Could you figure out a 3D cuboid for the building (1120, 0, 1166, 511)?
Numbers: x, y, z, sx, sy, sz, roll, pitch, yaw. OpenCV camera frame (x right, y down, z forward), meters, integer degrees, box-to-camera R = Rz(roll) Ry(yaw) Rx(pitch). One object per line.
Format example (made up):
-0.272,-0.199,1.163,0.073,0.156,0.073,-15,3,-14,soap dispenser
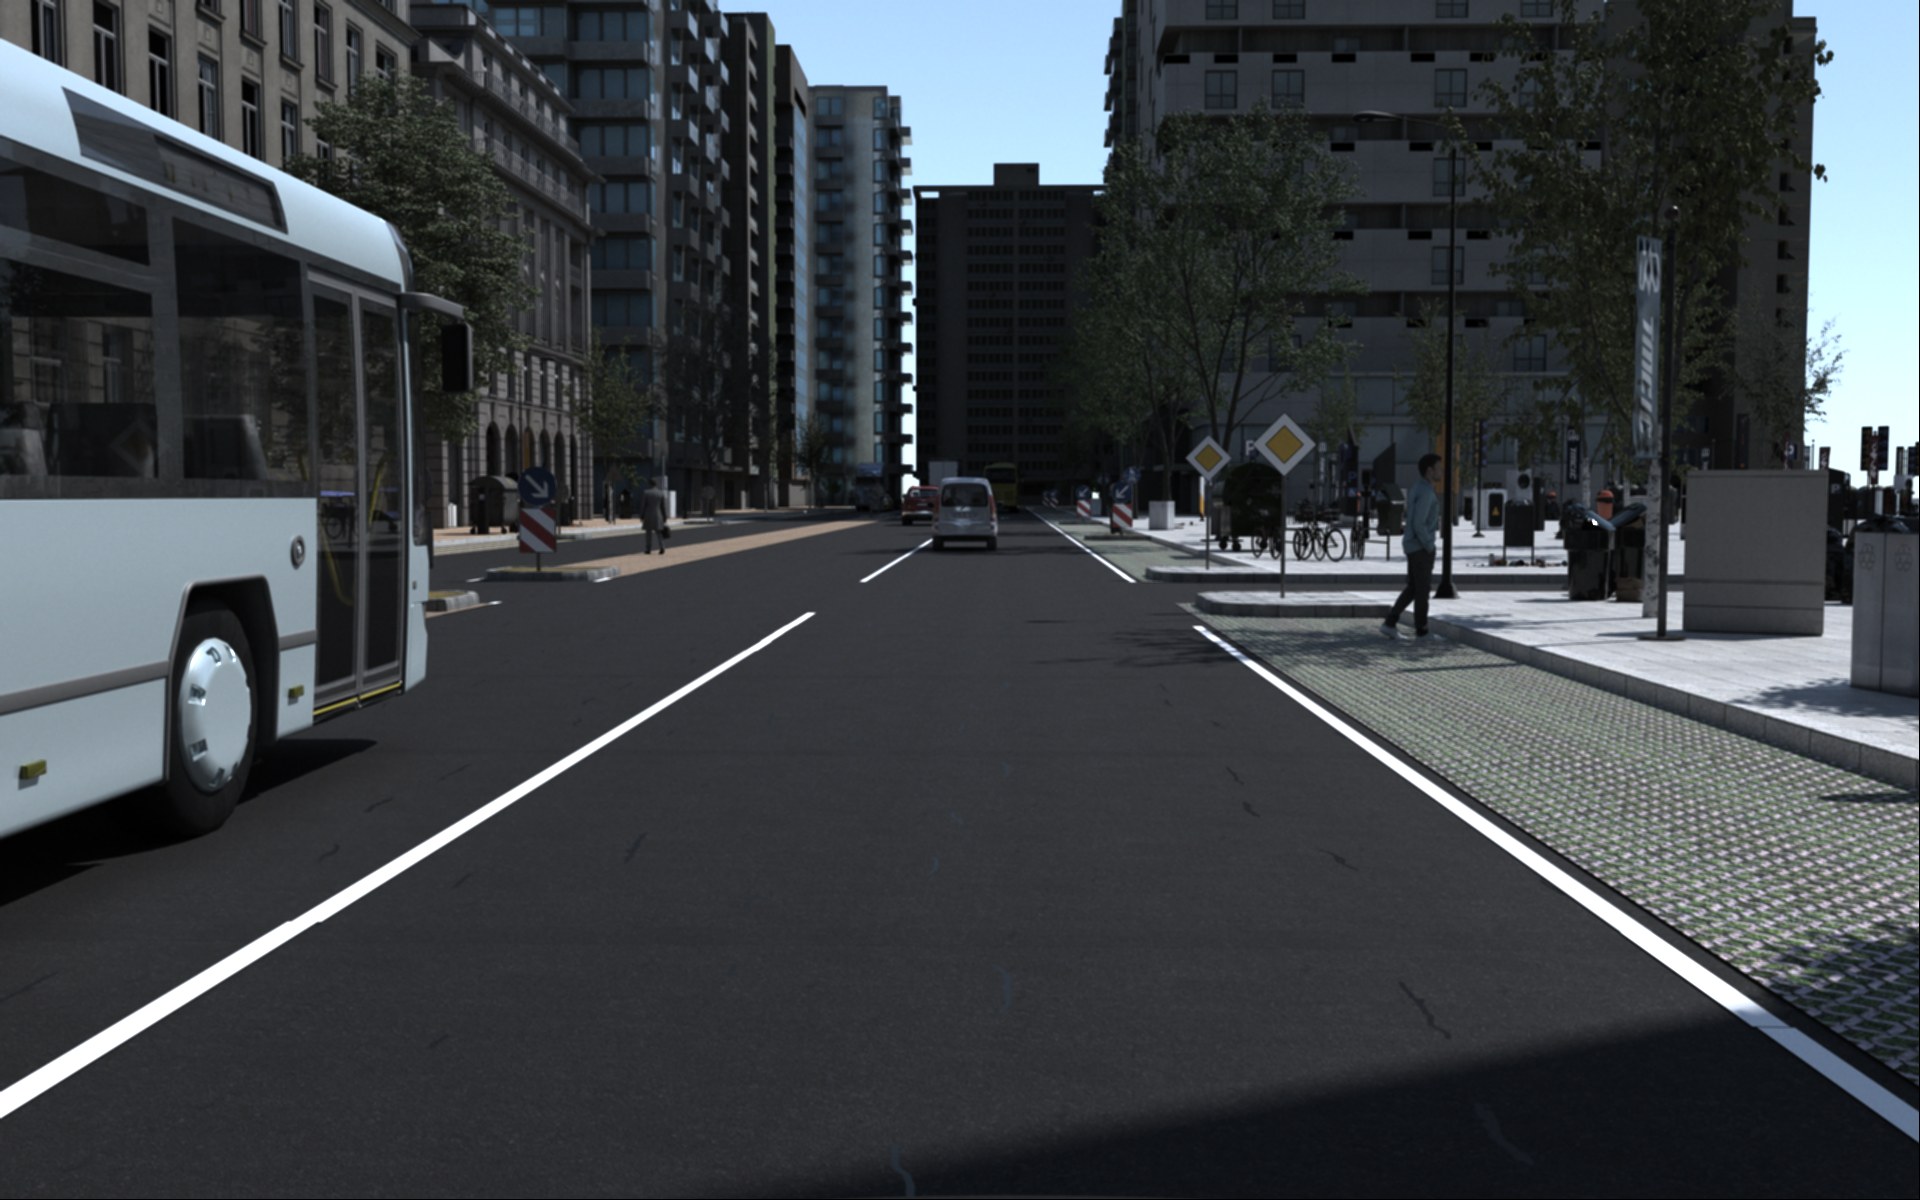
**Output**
19.839,-27.836,138.721,14.154,41.232,14.086,0,4,2,building

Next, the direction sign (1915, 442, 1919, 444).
41.518,-5.056,74.655,0.379,3.537,0.876,-1,4,-22,direction sign

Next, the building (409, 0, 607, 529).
-24.499,-14.237,74.576,13.314,21.916,24.055,0,4,2,building

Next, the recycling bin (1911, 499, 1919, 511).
54.633,-5.265,98.644,0.722,1.027,0.722,-3,5,-44,recycling bin

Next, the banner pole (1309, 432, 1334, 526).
14.508,-4.888,69.944,0.863,3.779,0.401,-2,4,-31,banner pole

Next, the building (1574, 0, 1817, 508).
68.200,-33.095,164.806,21.600,48.544,21.300,0,4,2,building

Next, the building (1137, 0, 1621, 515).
26.314,-32.292,117.217,28.713,52.752,27.495,0,4,2,building

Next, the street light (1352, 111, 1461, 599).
5.457,-2.976,21.193,1.470,5.913,1.316,0,4,2,street light

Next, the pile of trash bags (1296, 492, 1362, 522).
17.258,-4.325,80.460,1.912,1.369,3.447,-3,4,-36,pile of trash bags

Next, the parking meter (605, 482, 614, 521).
-16.465,-4.628,81.380,0.255,1.863,0.399,3,4,38,parking meter

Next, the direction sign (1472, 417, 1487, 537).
15.444,-3.638,51.483,0.379,3.537,0.876,3,5,41,direction sign

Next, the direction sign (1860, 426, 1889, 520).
30.521,-4.028,57.852,0.379,3.537,0.876,-3,4,-39,direction sign

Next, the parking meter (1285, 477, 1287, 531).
11.007,-3.287,59.453,0.399,1.863,0.255,1,4,12,parking meter

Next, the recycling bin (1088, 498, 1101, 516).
7.932,-5.429,101.326,0.722,1.027,0.722,-1,4,-11,recycling bin

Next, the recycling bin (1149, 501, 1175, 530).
7.179,-3.001,61.622,0.722,1.027,0.722,2,4,29,recycling bin

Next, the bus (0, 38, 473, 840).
-4.357,-0.585,4.417,2.948,3.499,13.247,0,3,0,bus

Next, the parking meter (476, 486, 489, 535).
-15.038,-2.824,54.577,0.372,1.533,0.369,0,3,0,parking meter

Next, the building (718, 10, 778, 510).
-23.038,-28.096,142.965,14.154,41.232,14.086,0,4,2,building

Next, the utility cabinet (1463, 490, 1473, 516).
29.855,-5.649,101.040,0.318,1.500,1.173,-1,4,-21,utility cabinet

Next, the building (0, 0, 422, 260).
-26.929,-13.083,47.183,16.112,22.955,30.059,0,4,2,building

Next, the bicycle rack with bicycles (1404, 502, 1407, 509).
19.630,-3.856,76.431,2.925,0.926,2.852,-1,4,-14,bicycle rack with bicycles

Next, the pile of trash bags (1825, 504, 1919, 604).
11.877,-0.669,20.698,3.447,1.369,1.912,0,4,3,pile of trash bags

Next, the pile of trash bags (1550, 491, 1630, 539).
17.789,-2.360,48.333,1.912,1.369,3.447,1,4,11,pile of trash bags

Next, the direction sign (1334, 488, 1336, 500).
20.081,-6.160,92.720,0.379,3.537,0.876,0,4,4,direction sign

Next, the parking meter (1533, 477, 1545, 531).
20.140,-3.335,60.234,0.399,1.863,0.255,-2,4,-35,parking meter

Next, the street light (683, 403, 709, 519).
-13.493,-7.088,88.426,1.470,5.913,1.316,0,4,2,street light

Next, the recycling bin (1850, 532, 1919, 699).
6.309,0.083,11.203,0.722,1.027,0.722,0,4,-6,recycling bin

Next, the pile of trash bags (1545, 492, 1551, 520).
29.436,-4.631,85.461,1.912,1.369,3.447,0,4,7,pile of trash bags

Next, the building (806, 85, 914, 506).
-20.701,-35.677,202.927,30.456,49.044,23.786,0,4,2,building

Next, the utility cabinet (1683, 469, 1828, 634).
7.323,-0.445,15.960,1.173,1.500,0.318,2,4,27,utility cabinet

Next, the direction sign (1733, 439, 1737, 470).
32.277,-4.905,72.197,0.379,3.537,0.876,1,4,19,direction sign

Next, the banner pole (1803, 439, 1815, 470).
38.737,-5.446,79.060,0.863,3.779,0.401,-2,4,-25,banner pole

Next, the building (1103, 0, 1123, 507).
24.810,-33.087,160.585,23.786,49.044,30.456,0,4,2,building

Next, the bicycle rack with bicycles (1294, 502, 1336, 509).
15.067,-3.694,73.784,2.925,0.926,2.852,-3,5,-42,bicycle rack with bicycles

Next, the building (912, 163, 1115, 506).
6.609,-31.445,205.999,23.993,40.220,32.217,0,4,2,building

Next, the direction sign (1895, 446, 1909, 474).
44.916,-5.526,82.339,0.876,3.537,0.379,0,4,3,direction sign

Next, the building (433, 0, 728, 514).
-28.436,-30.644,120.635,23.786,49.044,30.456,0,4,2,building

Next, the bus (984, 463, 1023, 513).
3.349,-8.750,134.611,2.896,3.916,12.252,0,4,3,bus

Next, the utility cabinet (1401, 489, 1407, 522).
19.913,-4.304,79.050,0.318,1.500,1.173,-1,4,-20,utility cabinet

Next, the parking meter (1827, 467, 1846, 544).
19.035,-1.953,37.650,0.399,1.863,0.255,2,4,28,parking meter

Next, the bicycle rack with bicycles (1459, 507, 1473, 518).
22.270,-4.242,82.742,2.852,0.926,2.925,-2,4,-30,bicycle rack with bicycles

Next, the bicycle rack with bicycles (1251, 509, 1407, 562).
7.171,-1.260,33.978,2.852,0.926,2.925,0,4,-5,bicycle rack with bicycles

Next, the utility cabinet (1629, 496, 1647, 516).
23.218,-2.942,59.266,0.306,1.237,1.020,0,4,-1,utility cabinet

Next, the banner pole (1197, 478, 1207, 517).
13.686,-6.564,97.335,0.863,3.779,0.401,-2,4,-35,banner pole

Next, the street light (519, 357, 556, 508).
-14.385,-5.279,58.845,1.470,5.913,1.316,0,4,2,street light

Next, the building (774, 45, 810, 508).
-22.790,-31.853,170.915,14.200,45.320,14.600,0,4,2,building

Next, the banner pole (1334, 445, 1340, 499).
19.197,-6.023,88.499,0.401,3.779,0.863,-2,4,-28,banner pole
